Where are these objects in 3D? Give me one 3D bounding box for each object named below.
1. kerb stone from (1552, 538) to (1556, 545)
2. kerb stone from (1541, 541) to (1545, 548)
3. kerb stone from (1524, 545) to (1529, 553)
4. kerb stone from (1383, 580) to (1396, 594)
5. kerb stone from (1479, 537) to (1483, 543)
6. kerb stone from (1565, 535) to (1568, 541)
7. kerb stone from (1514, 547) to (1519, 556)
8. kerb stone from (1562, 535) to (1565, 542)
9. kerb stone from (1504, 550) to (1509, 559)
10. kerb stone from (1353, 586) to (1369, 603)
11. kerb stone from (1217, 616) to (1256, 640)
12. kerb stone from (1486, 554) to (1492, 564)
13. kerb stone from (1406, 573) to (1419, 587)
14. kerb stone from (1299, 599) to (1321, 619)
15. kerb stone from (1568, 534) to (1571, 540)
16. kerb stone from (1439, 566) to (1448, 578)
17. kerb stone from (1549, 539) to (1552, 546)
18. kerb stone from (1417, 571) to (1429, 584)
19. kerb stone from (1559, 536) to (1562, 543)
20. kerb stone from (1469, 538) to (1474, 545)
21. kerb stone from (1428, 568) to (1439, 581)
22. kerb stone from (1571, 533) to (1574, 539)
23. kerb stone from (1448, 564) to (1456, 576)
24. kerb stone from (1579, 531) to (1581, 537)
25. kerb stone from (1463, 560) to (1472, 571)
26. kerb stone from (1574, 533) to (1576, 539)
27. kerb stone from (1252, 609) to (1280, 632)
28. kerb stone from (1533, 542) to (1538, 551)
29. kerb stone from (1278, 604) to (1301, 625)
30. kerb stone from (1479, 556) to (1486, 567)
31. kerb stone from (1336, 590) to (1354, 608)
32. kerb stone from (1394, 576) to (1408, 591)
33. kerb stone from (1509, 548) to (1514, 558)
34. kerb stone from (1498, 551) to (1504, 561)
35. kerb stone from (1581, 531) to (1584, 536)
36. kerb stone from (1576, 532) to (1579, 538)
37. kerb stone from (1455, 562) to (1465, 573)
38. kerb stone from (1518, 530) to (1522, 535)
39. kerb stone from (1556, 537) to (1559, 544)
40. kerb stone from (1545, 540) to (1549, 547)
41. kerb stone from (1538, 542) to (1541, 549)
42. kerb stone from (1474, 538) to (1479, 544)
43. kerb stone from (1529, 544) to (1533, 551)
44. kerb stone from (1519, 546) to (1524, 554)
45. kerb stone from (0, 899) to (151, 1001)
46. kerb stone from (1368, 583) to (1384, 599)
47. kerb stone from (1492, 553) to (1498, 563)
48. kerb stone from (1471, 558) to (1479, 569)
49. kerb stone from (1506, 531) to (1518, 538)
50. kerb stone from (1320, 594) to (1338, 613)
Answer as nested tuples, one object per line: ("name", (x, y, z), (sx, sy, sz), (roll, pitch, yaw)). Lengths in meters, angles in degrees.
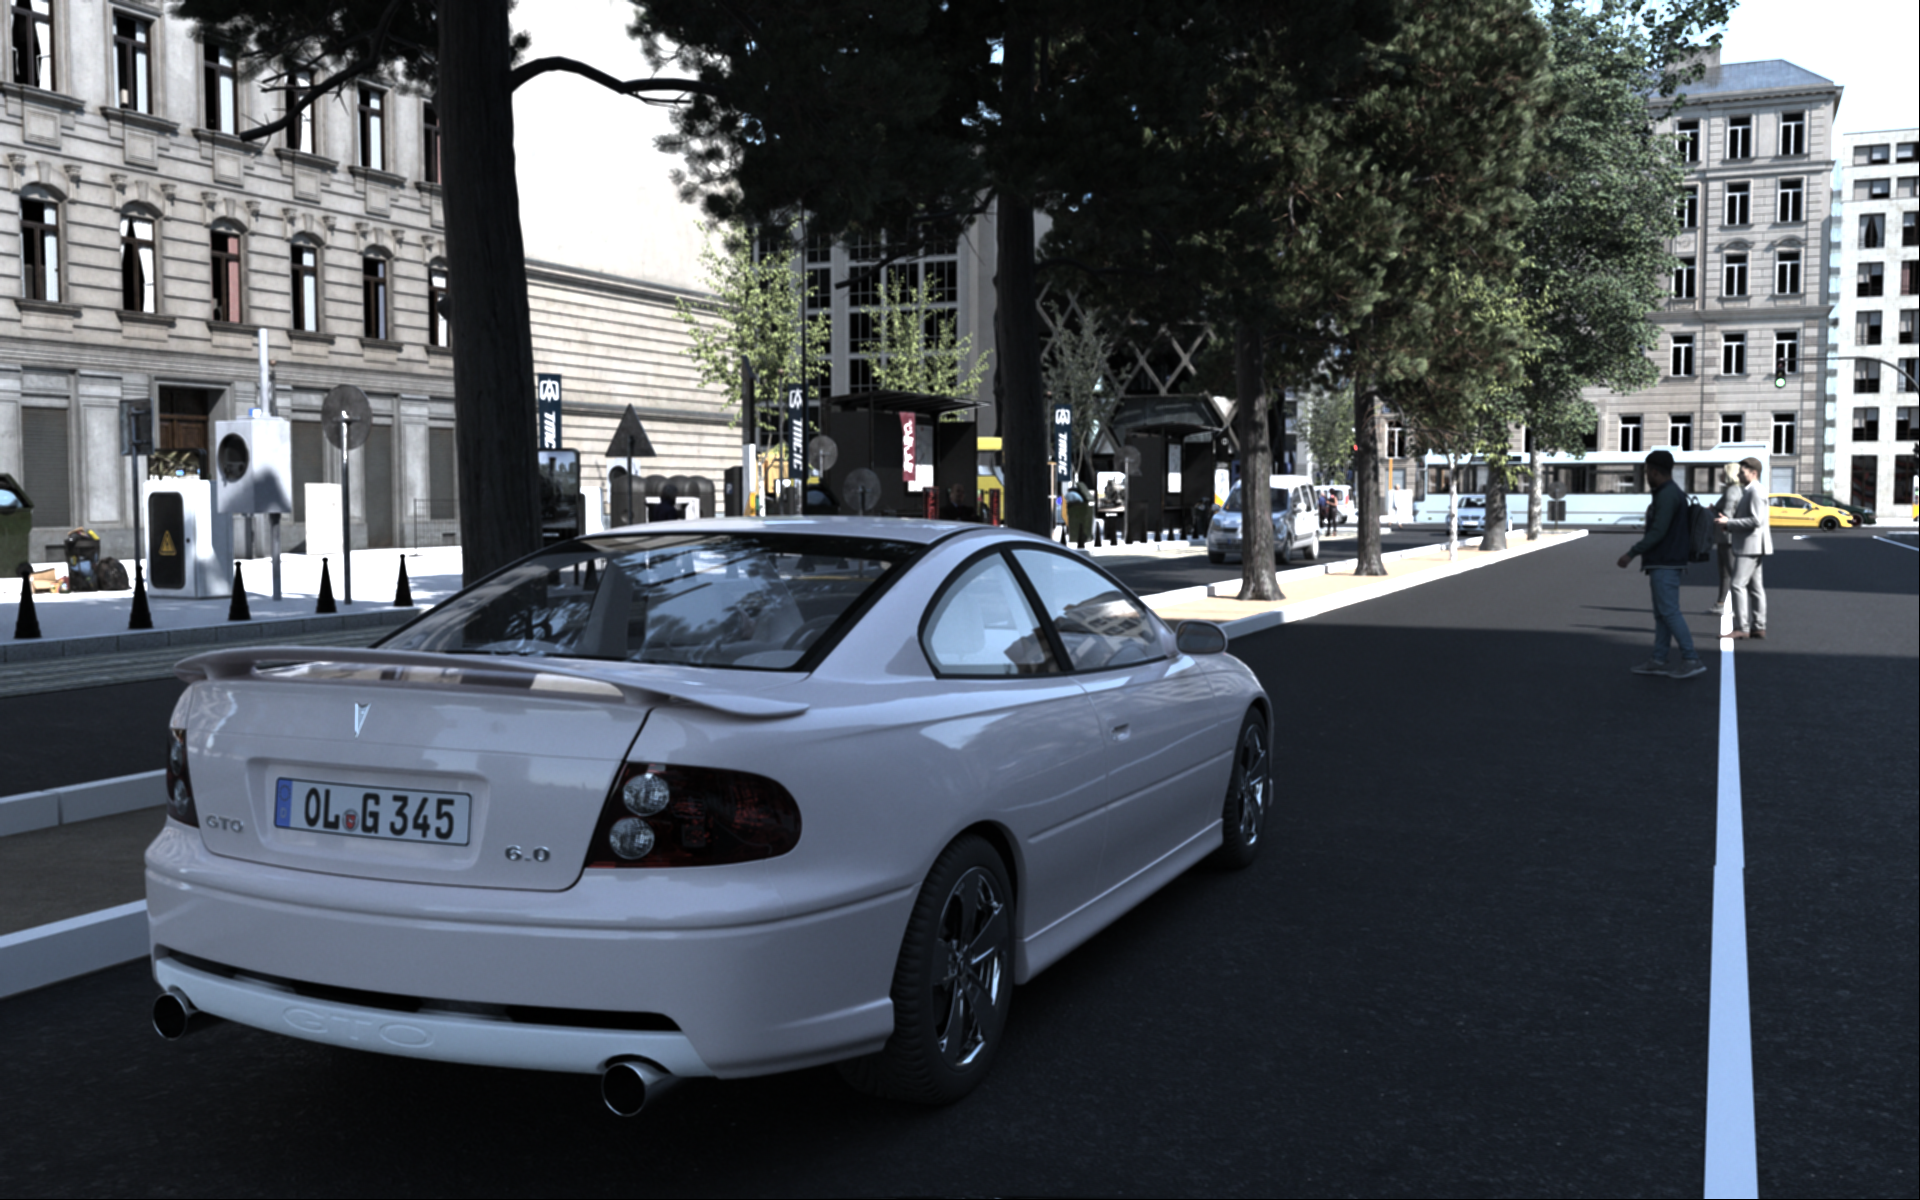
("kerb stone", (16.493, -1.607, 48.472), (0.120, 0.150, 1.000), (2, 4, 24))
("kerb stone", (15.231, -1.434, 45.641), (0.120, 0.150, 1.000), (2, 4, 24))
("kerb stone", (13.571, -1.196, 41.869), (0.120, 0.150, 1.000), (2, 4, 24))
("kerb stone", (6.095, -0.161, 24.953), (0.120, 0.150, 1.000), (2, 4, 24))
("kerb stone", (14.979, -1.716, 50.248), (0.120, 0.150, 1.000), (2, 4, 24))
("kerb stone", (18.156, -1.837, 52.232), (0.120, 0.150, 1.000), (2, 4, 24))
("kerb stone", (12.738, -1.082, 39.978), (0.120, 0.150, 1.000), (2, 4, 24))
("kerb stone", (17.736, -1.780, 51.297), (0.120, 0.150, 1.000), (2, 4, 24))
("kerb stone", (11.908, -0.973, 38.103), (0.120, 0.150, 1.000), (2, 4, 24))
("kerb stone", (5.261, -0.053, 23.076), (0.120, 0.150, 1.000), (2, 4, 24))
("kerb stone", (2.775, 0.291, 17.437), (0.120, 0.150, 1.000), (2, 4, 24))
("kerb stone", (10.662, -0.799, 35.282), (0.120, 0.150, 1.000), (2, 4, 24))
("kerb stone", (6.926, -0.284, 26.837), (0.120, 0.150, 1.000), (2, 4, 24))
("kerb stone", (4.024, 0.119, 20.251), (0.120, 0.150, 1.000), (2, 4, 24))
("kerb stone", (18.570, -1.895, 53.175), (0.120, 0.150, 1.000), (2, 4, 24))
("kerb stone", (8.169, -0.456, 29.653), (0.120, 0.150, 1.000), (2, 4, 24))
("kerb stone", (16.075, -1.547, 47.536), (0.120, 0.150, 1.000), (2, 4, 24))
("kerb stone", (7.340, -0.341, 27.778), (0.120, 0.150, 1.000), (2, 4, 24))
("kerb stone", (17.324, -1.720, 50.353), (0.120, 0.150, 1.000), (2, 4, 24))
("kerb stone", (14.153, -1.596, 48.372), (0.120, 0.150, 1.000), (2, 4, 24))
("kerb stone", (7.756, -0.399, 28.715), (0.120, 0.150, 1.000), (2, 4, 24))
("kerb stone", (18.990, -1.950, 54.118), (0.120, 0.150, 1.000), (2, 4, 24))
("kerb stone", (8.587, -0.511, 30.589), (0.120, 0.150, 1.000), (2, 4, 24))
("kerb stone", (20.244, -2.126, 56.951), (0.120, 0.150, 1.000), (2, 4, 24))
("kerb stone", (9.416, -0.626, 32.464), (0.120, 0.150, 1.000), (2, 4, 24))
("kerb stone", (19.415, -2.011, 55.067), (0.120, 0.150, 1.000), (2, 4, 24))
("kerb stone", (3.187, 0.233, 18.380), (0.120, 0.150, 1.000), (2, 4, 24))
("kerb stone", (14.409, -1.317, 43.742), (0.120, 0.150, 1.000), (2, 4, 24))
("kerb stone", (3.600, 0.178, 19.319), (0.120, 0.150, 1.000), (2, 4, 24))
("kerb stone", (10.253, -0.743, 34.335), (0.120, 0.150, 1.000), (2, 4, 24))
("kerb stone", (4.848, 0.005, 22.136), (0.120, 0.150, 1.000), (2, 4, 24))
("kerb stone", (6.514, -0.220, 25.893), (0.120, 0.150, 1.000), (2, 4, 24))
("kerb stone", (12.321, -1.030, 39.041), (0.120, 0.150, 1.000), (2, 4, 24))
("kerb stone", (11.494, -0.911, 37.166), (0.120, 0.150, 1.000), (2, 4, 24))
("kerb stone", (20.658, -2.183, 57.893), (0.120, 0.150, 1.000), (2, 4, 24))
("kerb stone", (19.825, -2.060, 56.007), (0.120, 0.150, 1.000), (2, 4, 24))
("kerb stone", (9.005, -0.570, 31.524), (0.120, 0.150, 1.000), (2, 4, 24))
("kerb stone", (19.148, -2.292, 59.668), (0.120, 0.150, 1.000), (2, 4, 24))
("kerb stone", (16.905, -1.663, 49.414), (0.120, 0.150, 1.000), (2, 4, 24))
("kerb stone", (15.658, -1.492, 46.588), (0.120, 0.150, 1.000), (2, 4, 24))
("kerb stone", (14.815, -1.372, 44.692), (0.120, 0.150, 1.000), (2, 4, 24))
("kerb stone", (14.567, -1.656, 49.309), (0.120, 0.150, 1.000), (2, 4, 24))
("kerb stone", (13.986, -1.261, 42.806), (0.120, 0.150, 1.000), (2, 4, 24))
("kerb stone", (13.148, -1.146, 40.927), (0.120, 0.150, 1.000), (2, 4, 24))
("kerb stone", (-2.634, 1.038, 5.217), (0.120, 0.150, 1.000), (2, 4, 24))
("kerb stone", (5.684, -0.111, 24.010), (0.120, 0.150, 1.000), (2, 4, 24))
("kerb stone", (11.084, -0.858, 36.218), (0.120, 0.150, 1.000), (2, 4, 24))
("kerb stone", (9.830, -0.685, 33.402), (0.120, 0.150, 1.000), (2, 4, 24))
("kerb stone", (18.730, -2.234, 58.721), (0.120, 0.150, 1.000), (2, 4, 24))
("kerb stone", (4.429, 0.066, 21.194), (0.120, 0.150, 1.000), (2, 4, 24))
